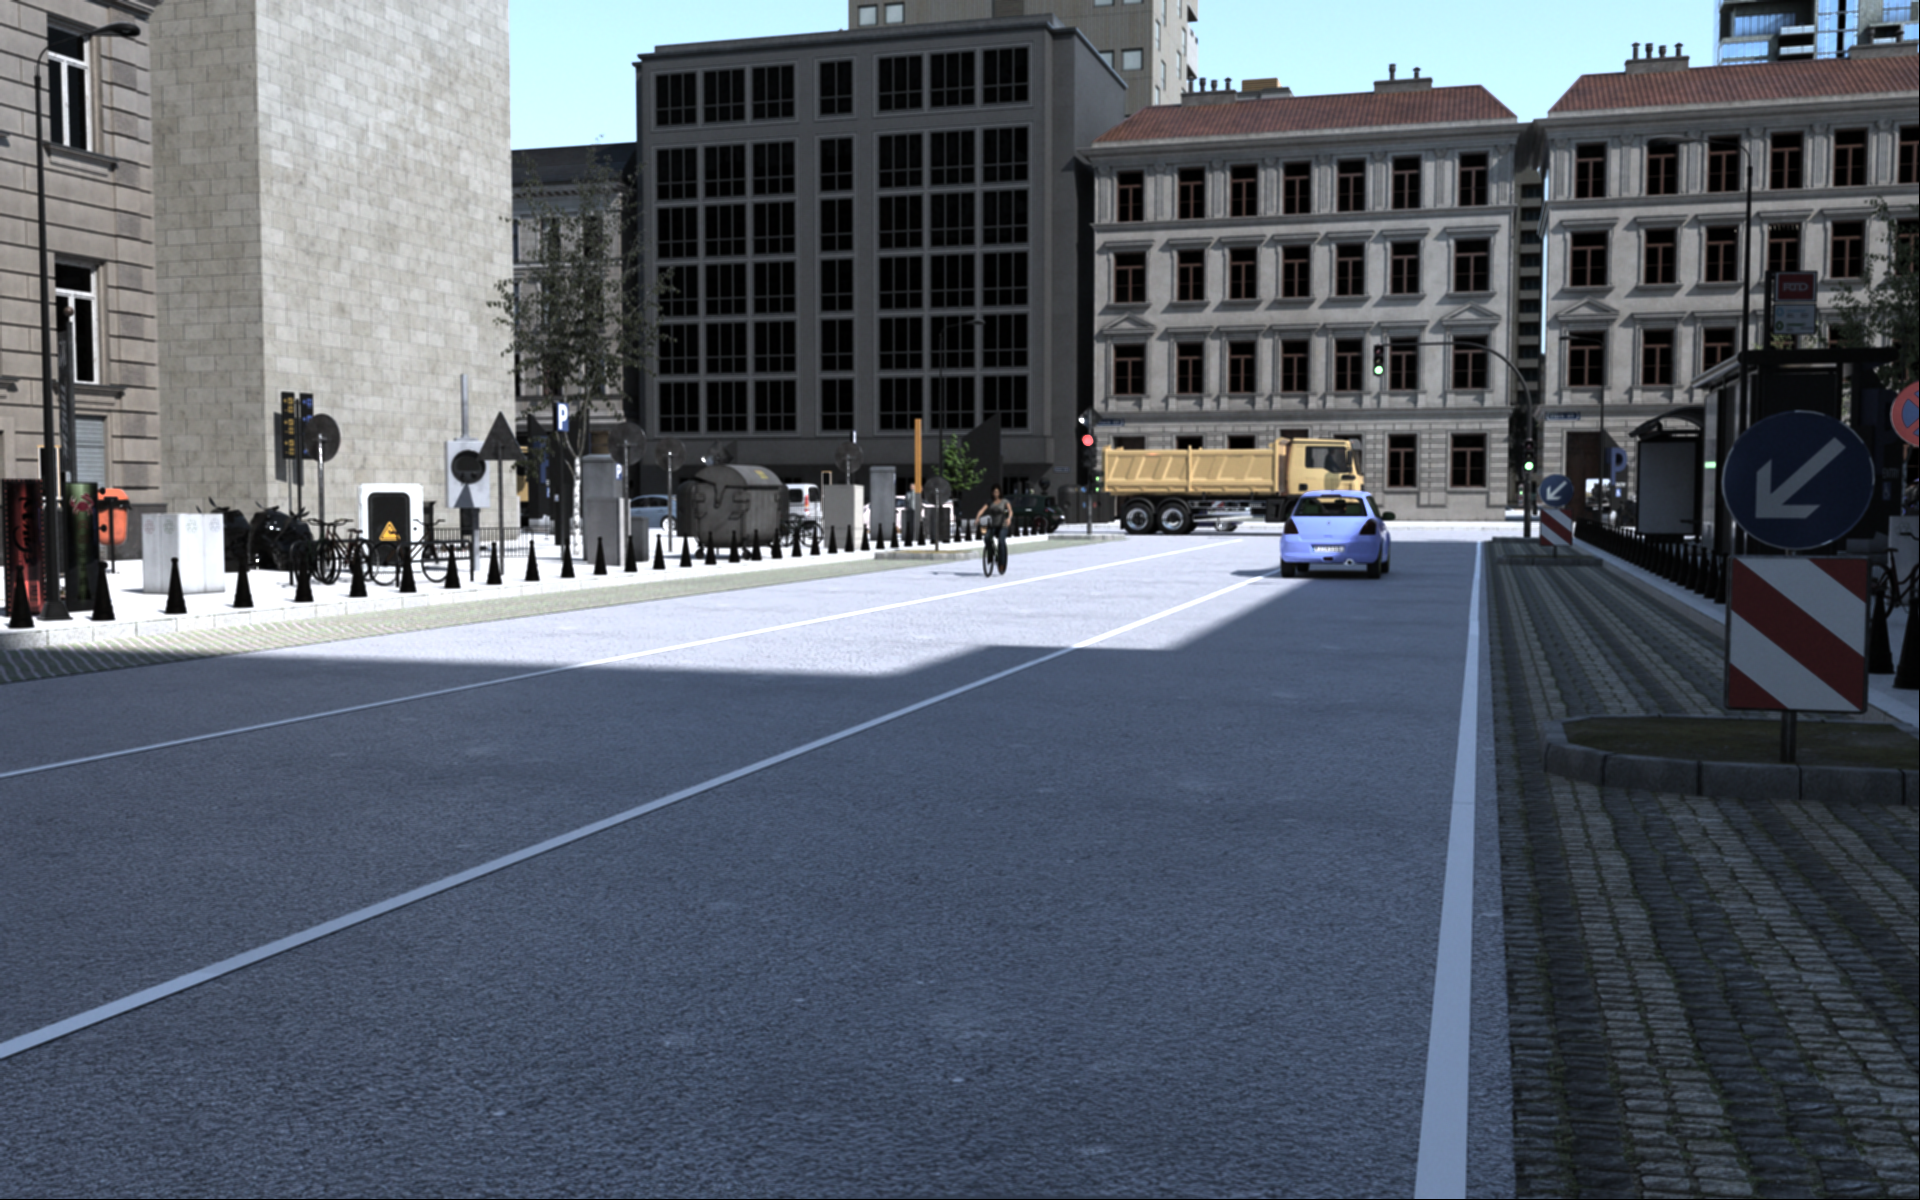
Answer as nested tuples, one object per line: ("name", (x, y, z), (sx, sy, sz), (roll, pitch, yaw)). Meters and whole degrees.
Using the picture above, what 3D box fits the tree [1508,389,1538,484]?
("tree", (65.027, -17.688, 199.563), (12.009, 13.543, 11.850), (0, 3, 0))

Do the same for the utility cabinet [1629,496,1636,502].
("utility cabinet", (29.593, -3.970, 76.065), (0.306, 1.237, 1.020), (1, 4, 13))

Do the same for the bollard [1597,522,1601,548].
("bollard", (14.921, -1.469, 40.055), (0.229, 0.601, 0.229), (0, 3, 0))

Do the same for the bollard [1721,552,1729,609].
("bollard", (8.668, -0.200, 19.317), (0.229, 0.601, 0.229), (0, 3, 0))

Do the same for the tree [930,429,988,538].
("tree", (-0.275, -3.432, 50.713), (1.663, 3.219, 1.824), (0, 3, 0))

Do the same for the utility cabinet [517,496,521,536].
("utility cabinet", (-13.692, -2.560, 53.013), (0.306, 1.237, 1.020), (-2, 4, -24))

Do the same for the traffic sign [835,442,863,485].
("traffic sign", (-2.718, -2.566, 42.062), (0.768, 2.556, 0.104), (2, 4, 25))

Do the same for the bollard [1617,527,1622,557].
("bollard", (13.139, -1.106, 34.130), (0.229, 0.601, 0.229), (0, 3, 0))

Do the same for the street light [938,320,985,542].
("street light", (-0.003, -4.522, 46.470), (1.470, 5.913, 1.316), (1, 4, 17))

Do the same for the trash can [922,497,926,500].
("trash can", (-1.922, -4.512, 85.420), (0.748, 1.137, 0.748), (0, 3, 0))

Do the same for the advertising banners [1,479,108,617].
("advertising banners", (-9.834, -1.346, 18.198), (0.090, 3.025, 2.074), (1, 4, 19))

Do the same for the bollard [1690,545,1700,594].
("bollard", (9.560, -0.381, 22.268), (0.229, 0.601, 0.229), (0, 3, 0))

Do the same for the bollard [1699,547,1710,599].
("bollard", (9.262, -0.321, 21.285), (0.229, 0.601, 0.229), (0, 3, 0))

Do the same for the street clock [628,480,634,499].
("street clock", (-16.565, -5.031, 86.827), (0.358, 2.002, 0.471), (1, 4, 20))

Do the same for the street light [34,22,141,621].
("street light", (-8.732, -2.741, 17.353), (1.470, 5.913, 1.316), (1, 4, 17))

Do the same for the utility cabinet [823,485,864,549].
("utility cabinet", (-2.713, -1.948, 40.533), (0.318, 1.500, 1.173), (-3, 5, -41))

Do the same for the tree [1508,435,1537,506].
("tree", (59.399, -14.221, 182.871), (4.360, 8.622, 3.978), (0, 3, 0))

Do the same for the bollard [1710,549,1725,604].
("bollard", (8.963, -0.261, 20.303), (0.229, 0.601, 0.229), (0, 3, 0))

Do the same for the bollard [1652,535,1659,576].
("bollard", (11.051, -0.683, 27.213), (0.229, 0.601, 0.229), (0, 3, 0))

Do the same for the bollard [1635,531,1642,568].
("bollard", (11.947, -0.865, 30.179), (0.229, 0.601, 0.229), (0, 3, 0))

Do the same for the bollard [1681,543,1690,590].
("bollard", (9.861, -0.442, 23.268), (0.229, 0.601, 0.229), (0, 3, 0))

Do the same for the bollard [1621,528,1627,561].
("bollard", (12.837, -1.046, 33.148), (0.229, 0.601, 0.229), (0, 3, 0))

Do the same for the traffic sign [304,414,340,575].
("traffic sign", (-10.142, -1.675, 27.497), (0.768, 2.556, 0.104), (2, 4, 25))

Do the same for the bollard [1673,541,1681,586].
("bollard", (10.156, -0.502, 24.251), (0.229, 0.601, 0.229), (0, 3, 0))

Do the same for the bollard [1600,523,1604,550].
("bollard", (14.630, -1.409, 39.070), (0.229, 0.601, 0.229), (0, 3, 0))

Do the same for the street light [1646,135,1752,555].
("street light", (9.588, -3.054, 22.468), (1.470, 5.913, 1.316), (1, 4, 17))

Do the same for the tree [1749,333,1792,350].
("tree", (34.771, -7.466, 72.433), (4.737, 8.622, 4.395), (0, 3, 0))

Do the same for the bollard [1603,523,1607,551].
("bollard", (14.325, -1.348, 38.080), (0.229, 0.601, 0.229), (0, 3, 0))

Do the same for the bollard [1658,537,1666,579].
("bollard", (10.753, -0.623, 26.227), (0.229, 0.601, 0.229), (0, 3, 0))

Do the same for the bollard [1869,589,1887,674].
("bollard", (6.593, 0.221, 12.428), (0.229, 0.601, 0.229), (0, 3, 0))

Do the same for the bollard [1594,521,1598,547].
("bollard", (15.222, -1.530, 41.050), (0.229, 0.601, 0.229), (0, 3, 0))

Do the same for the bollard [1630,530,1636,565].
("bollard", (12.240, -0.925, 31.163), (0.229, 0.601, 0.229), (0, 3, 0))

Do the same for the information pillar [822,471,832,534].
("information pillar", (-4.317, -3.161, 56.172), (0.304, 2.012, 0.304), (0, 4, 2))

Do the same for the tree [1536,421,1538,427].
("tree", (44.573, -10.791, 126.801), (4.737, 8.622, 4.395), (0, 3, 0))

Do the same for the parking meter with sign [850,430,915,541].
("parking meter with sign", (-2.104, -3.128, 47.407), (1.738, 3.016, 0.543), (0, 4, 5))

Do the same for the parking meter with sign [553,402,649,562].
("parking meter with sign", (-6.798, -2.243, 32.938), (1.738, 3.016, 0.543), (1, 4, 11))

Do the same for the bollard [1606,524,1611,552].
("bollard", (14.027, -1.288, 37.097), (0.229, 0.601, 0.229), (0, 3, 0))

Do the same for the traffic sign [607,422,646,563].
("traffic sign", (-5.887, -1.862, 30.544), (0.768, 2.556, 0.104), (1, 4, 19))

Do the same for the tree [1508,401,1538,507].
("tree", (55.694, -14.550, 172.297), (8.767, 10.594, 7.601), (-3, 5, -40))

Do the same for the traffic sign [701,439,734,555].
("traffic sign", (-5.129, -2.167, 36.608), (0.795, 2.450, 0.064), (1, 4, 21))

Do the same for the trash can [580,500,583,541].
("trash can", (-9.458, -2.026, 44.774), (0.748, 1.137, 0.748), (0, 3, 0))

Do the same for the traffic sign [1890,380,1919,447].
("traffic sign", (10.660, -1.161, 19.088), (0.768, 2.556, 0.104), (2, 4, 26))

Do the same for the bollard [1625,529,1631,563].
("bollard", (12.537, -0.985, 32.152), (0.229, 0.601, 0.229), (0, 3, 0))

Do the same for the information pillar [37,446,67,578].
("information pillar", (-13.826, -1.341, 26.425), (0.304, 2.012, 0.304), (0, 4, -7))

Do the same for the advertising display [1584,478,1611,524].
("advertising display", (24.989, -3.832, 67.861), (0.974, 1.923, 0.123), (1, 4, 22))

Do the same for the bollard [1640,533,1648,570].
("bollard", (11.650, -0.804, 29.191), (0.229, 0.601, 0.229), (0, 3, 0))

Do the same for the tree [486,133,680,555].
("tree", (-8.000, -5.253, 36.253), (4.360, 8.622, 3.978), (0, 3, 0))

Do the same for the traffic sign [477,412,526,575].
("traffic sign", (-7.244, -1.671, 27.319), (0.884, 2.594, 0.081), (1, 4, 17))

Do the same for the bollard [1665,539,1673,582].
("bollard", (10.455, -0.562, 25.238), (0.229, 0.601, 0.229), (0, 3, 0))

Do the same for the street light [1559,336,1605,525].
("street light", (18.244, -4.786, 50.795), (1.470, 5.913, 1.316), (1, 4, 17))

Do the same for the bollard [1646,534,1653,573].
("bollard", (11.344, -0.743, 28.197), (0.229, 0.601, 0.229), (0, 3, 0))

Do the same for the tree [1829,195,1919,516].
("tree", (22.506, -5.564, 41.333), (4.737, 8.622, 4.395), (0, 3, 0))

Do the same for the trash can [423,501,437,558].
("trash can", (-10.705, -1.378, 34.176), (0.748, 1.137, 0.748), (0, 3, 0))

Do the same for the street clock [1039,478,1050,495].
("street clock", (3.740, -4.417, 76.789), (0.471, 2.002, 0.358), (-2, 4, -29))

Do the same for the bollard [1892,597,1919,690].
("bollard", (6.294, 0.282, 11.438), (0.229, 0.601, 0.229), (0, 3, 0))

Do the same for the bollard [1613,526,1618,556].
("bollard", (13.436, -1.168, 35.130), (0.229, 0.601, 0.229), (0, 3, 0))

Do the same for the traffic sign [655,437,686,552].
("traffic sign", (-6.468, -2.354, 38.599), (0.768, 2.556, 0.104), (1, 4, 19))

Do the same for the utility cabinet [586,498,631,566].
("utility cabinet", (-6.342, -1.231, 31.282), (0.306, 1.237, 1.020), (-3, 5, -45))

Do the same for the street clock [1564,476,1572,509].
("street clock", (24.399, -3.978, 69.613), (0.358, 2.002, 0.471), (0, 4, 7))

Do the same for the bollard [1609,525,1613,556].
("bollard", (13.731, -1.228, 36.114), (0.229, 0.601, 0.229), (0, 3, 0))
